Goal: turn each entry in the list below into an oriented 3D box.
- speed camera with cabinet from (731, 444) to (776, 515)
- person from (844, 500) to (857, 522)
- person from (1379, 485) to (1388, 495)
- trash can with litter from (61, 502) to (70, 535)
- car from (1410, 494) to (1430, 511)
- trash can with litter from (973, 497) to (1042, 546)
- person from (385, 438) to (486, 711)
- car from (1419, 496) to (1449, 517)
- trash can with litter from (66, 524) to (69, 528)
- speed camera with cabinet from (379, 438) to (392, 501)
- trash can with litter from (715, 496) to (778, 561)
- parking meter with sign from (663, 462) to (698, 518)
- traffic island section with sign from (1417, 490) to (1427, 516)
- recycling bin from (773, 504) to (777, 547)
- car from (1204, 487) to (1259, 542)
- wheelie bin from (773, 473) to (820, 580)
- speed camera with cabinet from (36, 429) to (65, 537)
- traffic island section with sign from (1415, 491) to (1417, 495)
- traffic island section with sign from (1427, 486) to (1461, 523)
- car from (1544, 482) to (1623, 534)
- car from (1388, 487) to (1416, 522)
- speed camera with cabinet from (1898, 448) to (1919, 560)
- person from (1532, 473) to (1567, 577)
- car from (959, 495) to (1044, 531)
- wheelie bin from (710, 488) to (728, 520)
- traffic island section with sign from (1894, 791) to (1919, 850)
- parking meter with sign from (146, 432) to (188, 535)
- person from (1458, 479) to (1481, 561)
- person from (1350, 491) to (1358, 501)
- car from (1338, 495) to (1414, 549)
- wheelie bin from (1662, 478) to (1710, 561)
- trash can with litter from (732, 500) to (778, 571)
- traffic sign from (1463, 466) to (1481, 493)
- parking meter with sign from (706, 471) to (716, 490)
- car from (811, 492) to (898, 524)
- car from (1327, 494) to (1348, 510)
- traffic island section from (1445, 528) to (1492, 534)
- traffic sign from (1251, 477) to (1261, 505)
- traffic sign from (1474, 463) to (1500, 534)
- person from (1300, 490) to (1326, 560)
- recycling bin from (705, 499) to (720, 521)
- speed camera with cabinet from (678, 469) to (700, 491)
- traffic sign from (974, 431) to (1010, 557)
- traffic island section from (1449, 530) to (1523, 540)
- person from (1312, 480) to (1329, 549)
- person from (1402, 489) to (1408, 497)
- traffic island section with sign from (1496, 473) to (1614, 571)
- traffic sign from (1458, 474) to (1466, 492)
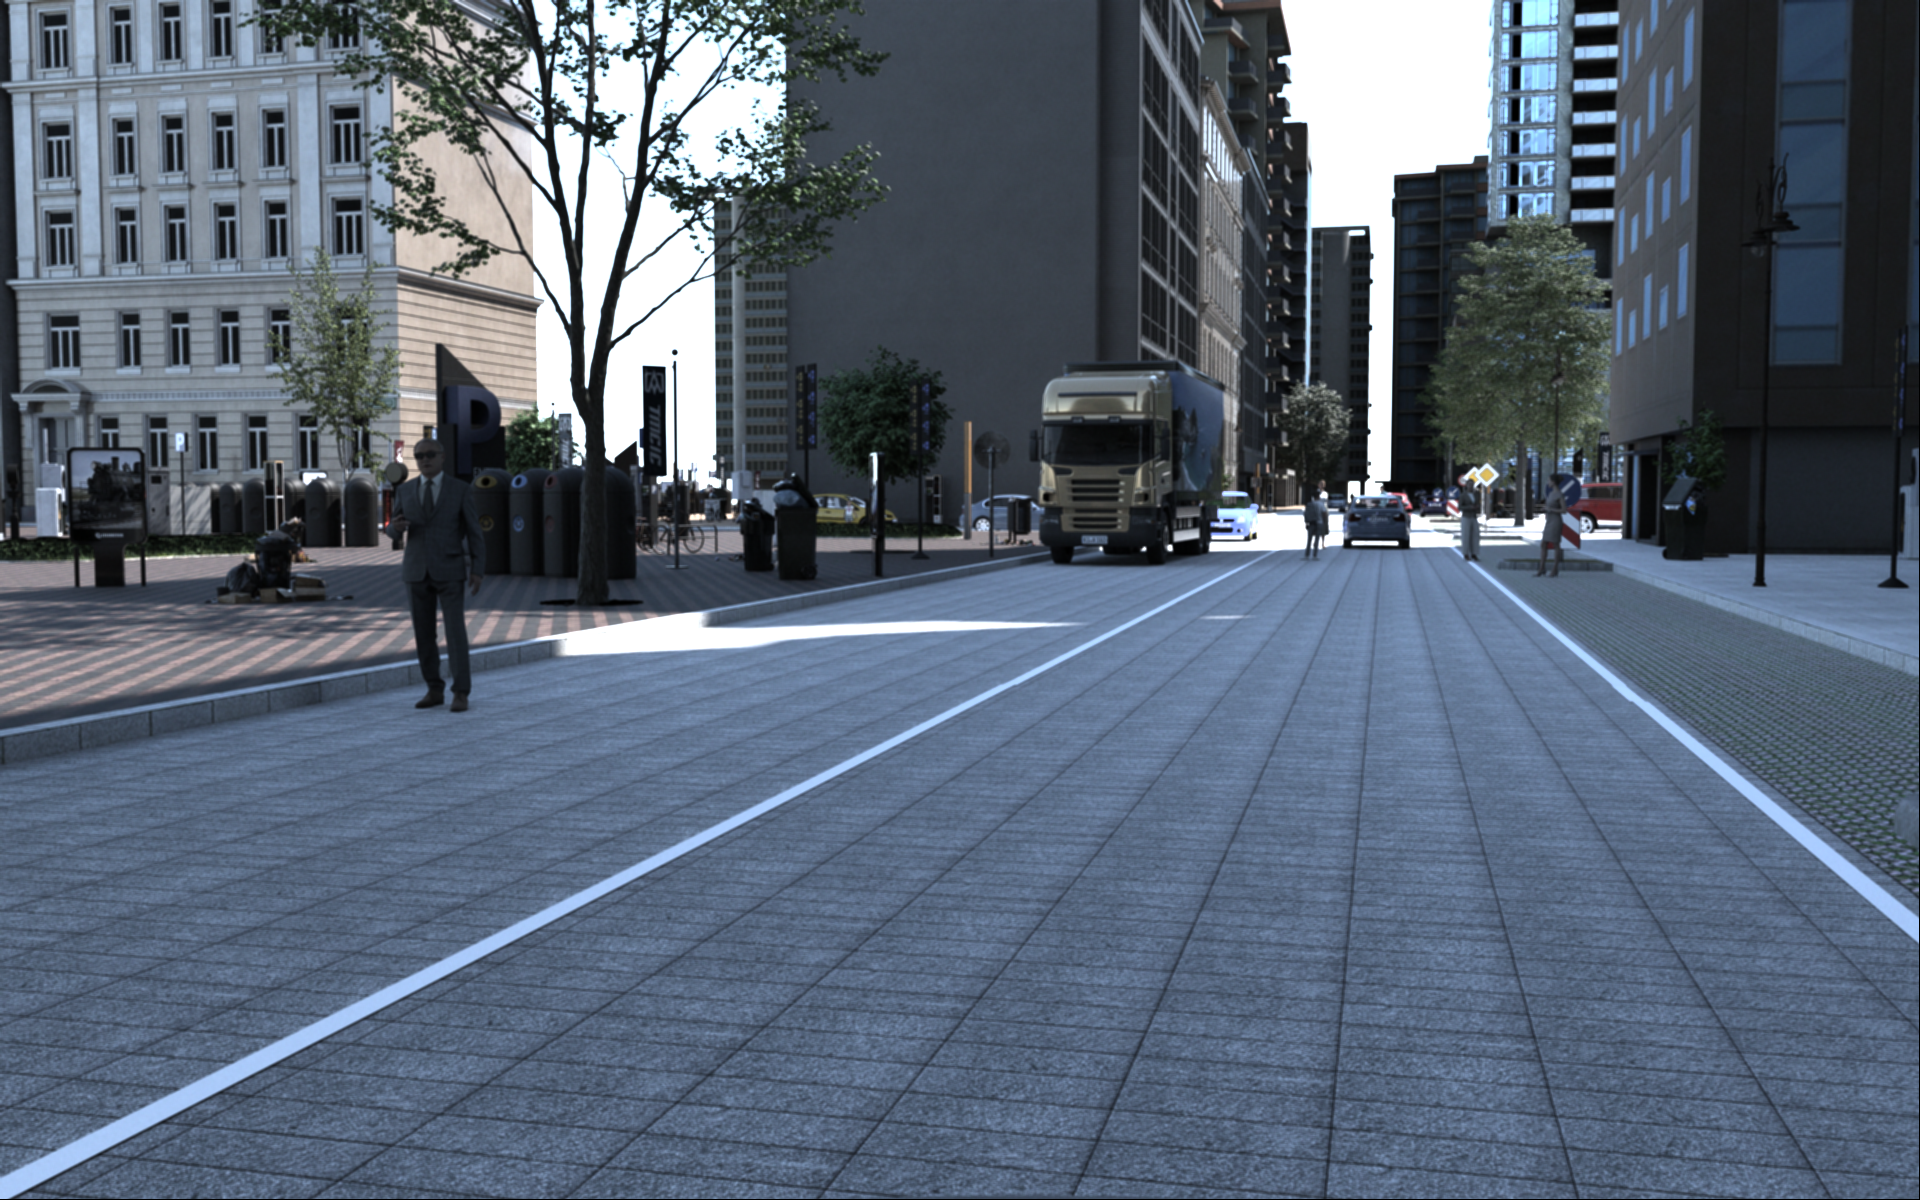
[{"bbox_3d":[-8.138,-4.583,69.262,2.038,3.252,0.660,-3,5,-40],"label":"speed camera with cabinet"},{"bbox_3d":[-3.966,-2.989,62.389,0.505,1.210,0.382,-1,4,-9],"label":"person"},{"bbox_3d":[19.117,-4.248,77.976,0.620,1.820,0.660,-2,4,-28],"label":"person"},{"bbox_3d":[-28.066,-2.619,54.202,0.624,1.170,1.055,2,4,27],"label":"trash can with litter"},{"bbox_3d":[39.957,-8.563,149.798,2.009,1.686,4.222,1,4,14],"label":"car"},{"bbox_3d":[1.324,-2.013,43.963,1.678,1.210,2.233,-1,4,-12],"label":"trash can with litter"},{"bbox_3d":[-3.507,-0.174,11.516,0.661,1.801,0.590,0,4,-2],"label":"person"},{"bbox_3d":[29.450,-5.797,107.361,1.945,1.354,3.894,1,4,15],"label":"car"},{"bbox_3d":[-33.285,-3.357,65.947,2.233,1.210,1.678,-2,4,-24],"label":"trash can with litter"},{"bbox_3d":[-19.437,-4.089,61.190,2.038,3.252,0.660,-2,4,-29],"label":"speed camera with cabinet"},{"bbox_3d":[-3.941,-1.380,33.626,1.678,1.210,2.233,-1,4,-17],"label":"trash can with litter"},{"bbox_3d":[-14.983,-5.940,93.373,1.738,3.016,0.543,2,4,27],"label":"parking meter with sign"},{"bbox_3d":[31.164,-6.410,113.434,1.989,1.847,2.006,1,4,14],"label":"traffic island section with sign"},{"bbox_3d":[-4.131,-1.819,42.300,0.722,1.027,0.722,1,4,10],"label":"recycling bin"},{"bbox_3d":[8.260,-2.685,53.496,1.945,1.707,3.694,1,4,14],"label":"car"},{"bbox_3d":[-2.477,-1.112,26.093,0.693,1.594,0.980,-1,4,-9],"label":"wheelie bin"},{"bbox_3d":[-27.218,-3.517,51.847,0.660,3.252,2.038,-1,4,-21],"label":"speed camera with cabinet"},{"bbox_3d":[43.074,-9.359,161.640,1.989,1.847,2.006,1,4,14],"label":"traffic island section with sign"},{"bbox_3d":[24.701,-4.809,87.262,1.989,1.847,2.006,1,4,14],"label":"traffic island section with sign"},{"bbox_3d":[22.244,-2.994,57.621,5.304,1.827,2.281,1,4,16],"label":"car"},{"bbox_3d":[21.633,-4.737,86.486,2.155,1.783,4.494,1,4,16],"label":"car"},{"bbox_3d":[18.667,-2.398,33.540,0.660,3.252,2.038,1,4,21],"label":"speed camera with cabinet"},{"bbox_3d":[10.099,-1.272,29.634,0.374,1.781,0.599,-1,4,-10],"label":"person"},{"bbox_3d":[2.241,-3.049,61.861,4.499,1.417,2.014,1,4,14],"label":"car"},{"bbox_3d":[-12.117,-4.819,86.690,0.693,1.594,0.980,3,4,38],"label":"wheelie bin"},{"bbox_3d":[4.789,0.125,6.578,1.989,1.847,2.006,1,4,14],"label":"traffic island section with sign"},{"bbox_3d":[-22.522,-3.189,48.408,0.543,3.016,1.738,3,4,37],"label":"parking meter with sign"},{"bbox_3d":[10.855,-1.699,36.831,0.519,1.759,0.362,-1,4,-21],"label":"person"},{"bbox_3d":[43.799,-11.237,192.757,0.750,1.759,0.617,-1,4,-10],"label":"person"},{"bbox_3d":[11.242,-2.129,46.813,2.014,1.417,4.499,1,4,13],"label":"car"},{"bbox_3d":[14.119,-1.578,33.707,0.693,1.594,0.980,-1,4,-12],"label":"wheelie bin"},{"bbox_3d":[-3.183,-1.082,29.073,1.055,1.170,0.624,-2,4,-27],"label":"trash can with litter"},{"bbox_3d":[18.633,-3.617,62.774,0.795,2.450,0.064,1,4,14],"label":"traffic sign"},{"bbox_3d":[-18.624,-8.115,128.947,0.543,3.016,1.738,-1,4,-23],"label":"parking meter with sign"},{"bbox_3d":[-4.302,-3.316,64.444,3.980,1.641,2.015,1,4,15],"label":"car"},{"bbox_3d":[32.109,-8.320,148.040,2.014,1.417,4.499,1,4,12],"label":"car"},{"bbox_3d":[18.658,-2.481,62.845,2.009,0.180,2.903,1,4,14],"label":"traffic island section"},{"bbox_3d":[17.903,-6.282,104.847,0.606,2.300,0.079,2,4,23],"label":"traffic sign"},{"bbox_3d":[16.718,-3.142,55.021,0.795,2.450,0.064,1,4,14],"label":"traffic sign"},{"bbox_3d":[7.662,-1.620,37.581,0.503,1.515,0.523,-1,4,-13],"label":"person"},{"bbox_3d":[-12.062,-4.395,84.405,0.722,1.027,0.722,-1,4,-10],"label":"recycling bin"},{"bbox_3d":[-18.508,-7.514,117.181,2.038,3.252,0.660,3,4,37],"label":"speed camera with cabinet"},{"bbox_3d":[0.637,-2.141,35.117,0.768,2.556,0.104,1,4,15],"label":"traffic sign"},{"bbox_3d":[16.743,-2.007,55.092,2.009,0.180,2.903,1,4,14],"label":"traffic island section"},{"bbox_3d":[9.463,-2.255,45.588,0.478,1.798,0.641,0,4,-4],"label":"person"},{"bbox_3d":[33.113,-7.399,129.390,0.656,1.842,0.836,0,4,-7],"label":"person"},{"bbox_3d":[11.307,-1.492,33.024,1.989,1.847,2.006,1,4,14],"label":"traffic island section with sign"},{"bbox_3d":[32.425,-6.813,111.497,0.768,2.556,0.104,1,4,18],"label":"traffic sign"}]
